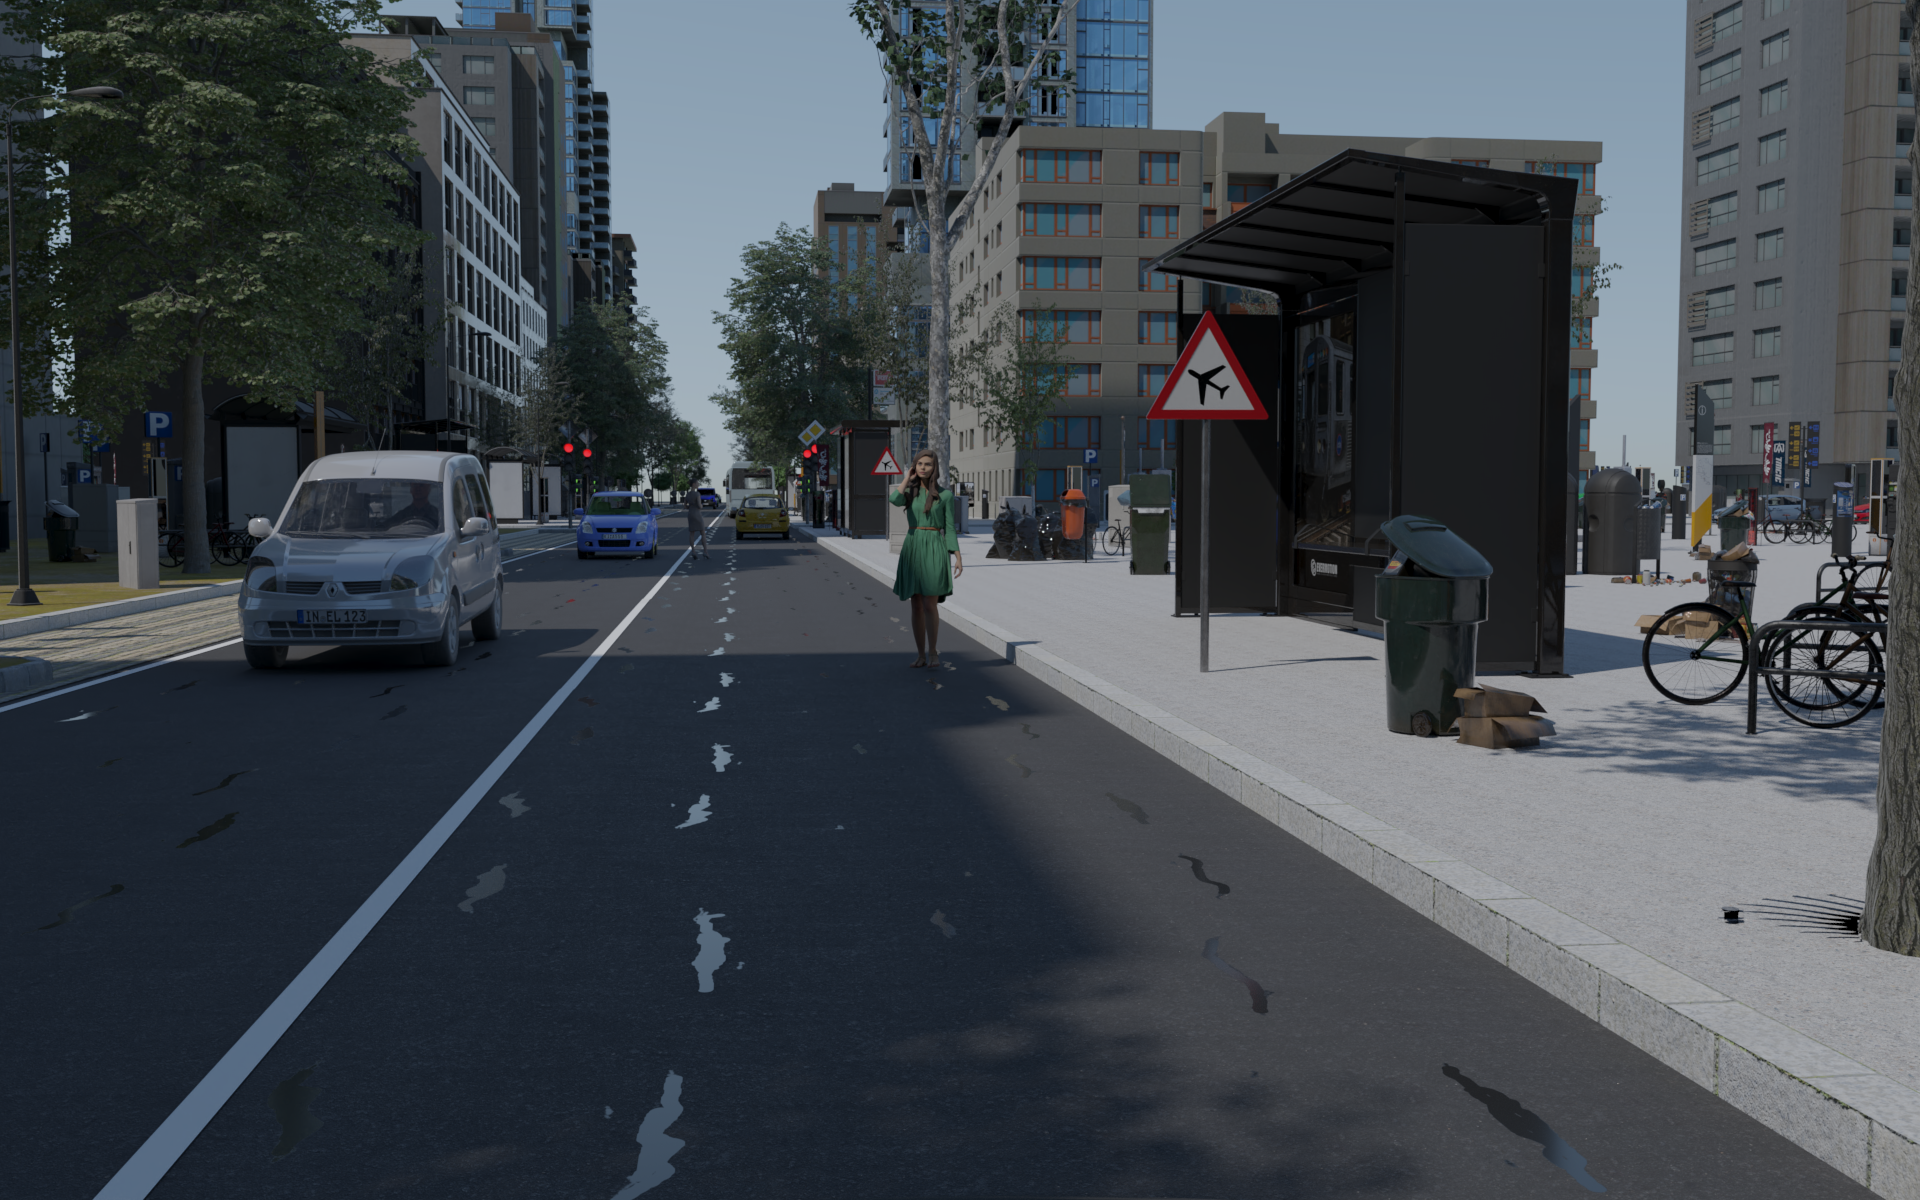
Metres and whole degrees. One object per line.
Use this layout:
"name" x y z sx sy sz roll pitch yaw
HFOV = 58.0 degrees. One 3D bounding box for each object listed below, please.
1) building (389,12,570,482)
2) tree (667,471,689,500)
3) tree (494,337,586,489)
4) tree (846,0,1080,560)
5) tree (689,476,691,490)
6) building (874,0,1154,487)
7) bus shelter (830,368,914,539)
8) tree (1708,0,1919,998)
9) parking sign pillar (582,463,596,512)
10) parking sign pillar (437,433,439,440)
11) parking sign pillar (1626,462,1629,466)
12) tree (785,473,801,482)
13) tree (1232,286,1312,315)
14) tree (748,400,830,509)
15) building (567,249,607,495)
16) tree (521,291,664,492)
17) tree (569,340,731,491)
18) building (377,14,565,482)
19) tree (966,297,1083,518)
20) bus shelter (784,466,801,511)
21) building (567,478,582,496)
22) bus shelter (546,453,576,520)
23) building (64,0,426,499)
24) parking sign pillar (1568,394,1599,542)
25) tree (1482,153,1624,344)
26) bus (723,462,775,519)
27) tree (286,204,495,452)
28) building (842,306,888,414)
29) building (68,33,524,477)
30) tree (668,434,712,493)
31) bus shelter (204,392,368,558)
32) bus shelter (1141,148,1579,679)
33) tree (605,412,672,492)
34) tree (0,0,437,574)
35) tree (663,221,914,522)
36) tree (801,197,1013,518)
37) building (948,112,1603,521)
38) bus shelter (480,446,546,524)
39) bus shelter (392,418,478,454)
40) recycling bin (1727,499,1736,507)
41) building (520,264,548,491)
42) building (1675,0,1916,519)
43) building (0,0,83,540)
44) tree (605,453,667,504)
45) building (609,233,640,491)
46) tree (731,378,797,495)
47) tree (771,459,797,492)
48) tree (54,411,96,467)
"building" -45.197 -31.522 165.496 14.600 45.320 14.200 0 4 -7
"tree" -37.047 -14.160 215.234 4.285 4.588 4.351 0 3 0
"tree" -19.793 -8.035 81.741 4.360 8.622 3.978 0 3 0
"tree" 1.092 -10.614 29.431 12.611 20.169 13.585 0 3 0
"tree" -40.031 -16.054 246.187 4.285 4.588 4.351 0 3 0
"building" 2.777 -50.164 132.860 22.319 86.520 31.000 0 4 -7
"bus shelter" -2.820 -4.615 53.087 2.179 5.291 8.768 0 4 -7
"tree" 2.958 -4.823 4.607 9.928 11.665 9.643 0 3 0
"parking sign pillar" -24.952 -7.892 117.504 1.447 3.967 1.447 -1 4 -21
"parking sign pillar" -22.047 -5.101 71.867 1.447 3.967 1.447 2 4 26
"parking sign pillar" 56.018 -9.643 146.136 1.447 3.967 1.447 2 4 34
"tree" -12.878 -8.590 135.051 1.663 3.219 1.824 0 3 0
"tree" 8.998 -6.006 48.552 4.360 8.622 3.978 0 3 0
"tree" -13.658 -12.613 140.629 7.601 10.594 8.767 -1 4 -11
"building" -49.374 -26.461 204.341 14.160 30.474 14.107 0 4 -7
"tree" -22.808 -12.376 109.010 9.857 13.997 8.962 0 3 0
"tree" -26.523 -13.923 138.014 12.009 13.543 11.850 0 3 0
"building" -42.706 -28.631 151.707 14.154 41.232 14.086 0 4 -7
"tree" 2.474 -6.948 63.964 4.737 8.622 4.395 0 3 0
"bus shelter" -11.980 -8.237 128.604 2.014 3.302 5.546 0 4 -7
"building" -56.504 -30.064 183.426 32.217 40.220 23.993 0 4 -7
"bus shelter" -20.718 -5.739 87.759 2.014 3.302 5.546 0 4 -7
"building" -34.068 -15.611 84.925 12.332 23.373 15.834 0 4 -7
"parking sign pillar" 16.112 -3.556 46.613 1.447 3.967 1.447 -3 4 -37
"tree" 11.874 -5.313 37.231 4.360 8.622 3.978 0 3 0
"bus" -12.768 -6.715 104.642 2.948 3.499 13.247 -1 4 -9
"tree" -14.658 -5.694 43.457 4.360 8.622 3.978 0 3 0
"building" 2.921 -20.215 175.547 27.650 21.520 28.899 0 4 -7
"building" -39.774 -18.680 109.937 19.350 26.468 34.151 0 4 -7
"tree" -47.679 -23.556 302.155 9.611 12.733 9.660 0 3 0
"bus shelter" -14.320 -2.645 37.177 2.014 3.302 5.546 0 4 -7
"bus shelter" 3.109 -1.451 15.003 1.731 3.624 6.357 0 4 -7
"tree" -30.617 -13.957 162.605 7.601 10.594 8.767 -3 4 -38
"tree" -11.986 -6.707 27.793 7.486 12.596 7.792 0 3 0
"tree" -7.010 -10.641 80.639 9.857 13.997 8.962 0 3 0
"tree" -1.124 -5.697 43.506 4.360 8.622 3.978 0 3 0
"building" 15.364 -15.415 97.075 28.899 21.520 27.650 0 4 -7
"bus shelter" -19.729 -5.043 76.369 2.014 3.302 5.546 0 4 -7
"bus shelter" -17.066 -3.997 56.632 1.731 3.624 6.357 0 4 -7
"recycling bin" 39.549 -4.649 88.572 0.722 1.027 0.722 -1 4 -11
"building" -38.612 -17.198 135.937 10.420 20.320 16.860 0 4 -7
"building" 48.876 -25.029 92.813 14.086 41.232 14.154 0 4 -7
"building" -36.119 -36.820 40.264 20.611 71.187 20.563 0 4 -7
"tree" -24.823 -8.778 127.229 4.285 4.588 4.351 0 3 0
"building" -63.704 -38.288 280.634 22.147 44.769 28.867 0 4 -7
"tree" -18.914 -16.433 179.056 12.009 13.543 11.850 0 3 0
"tree" -17.173 -11.251 167.667 4.285 4.588 4.351 0 3 0
"tree" -30.623 -4.537 57.886 4.285 4.588 4.351 0 3 0
